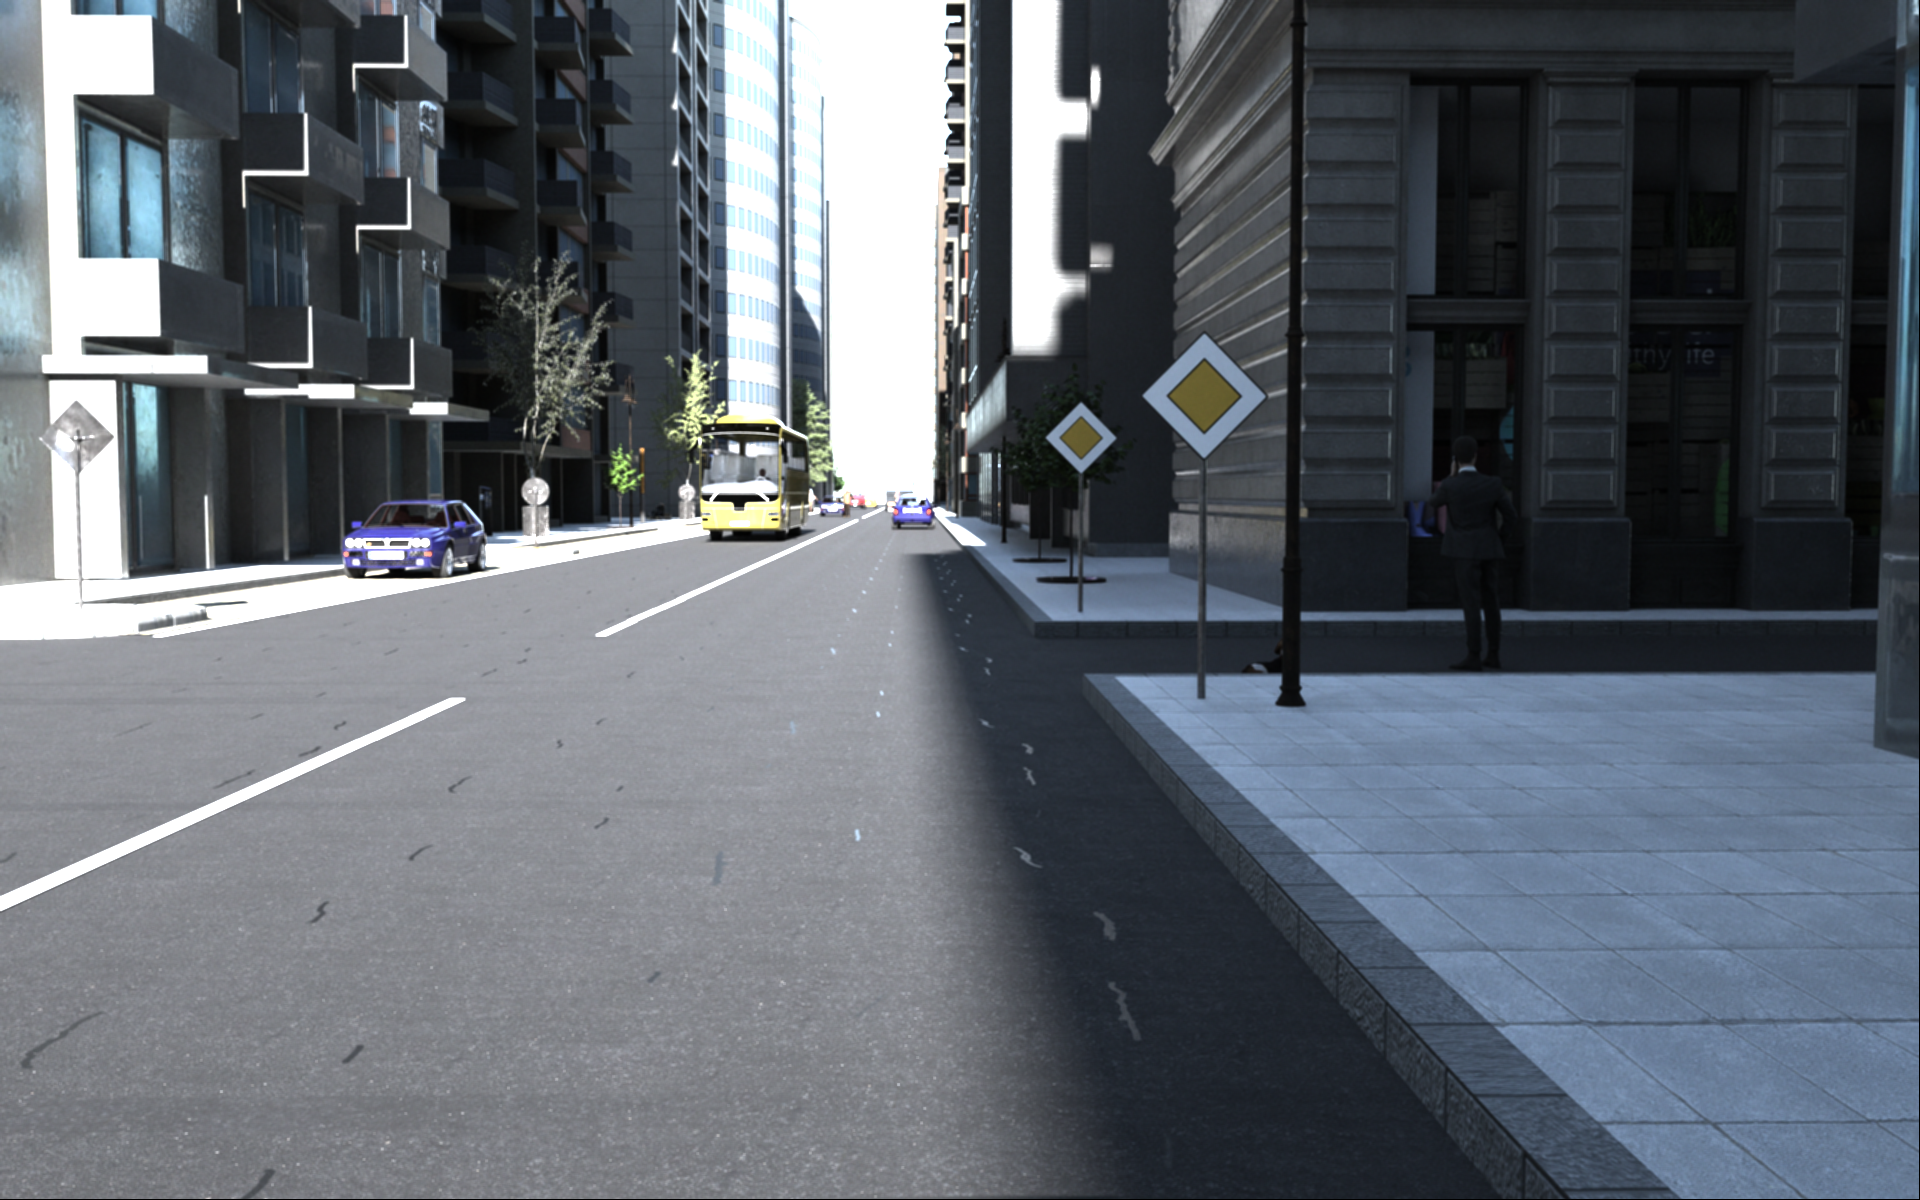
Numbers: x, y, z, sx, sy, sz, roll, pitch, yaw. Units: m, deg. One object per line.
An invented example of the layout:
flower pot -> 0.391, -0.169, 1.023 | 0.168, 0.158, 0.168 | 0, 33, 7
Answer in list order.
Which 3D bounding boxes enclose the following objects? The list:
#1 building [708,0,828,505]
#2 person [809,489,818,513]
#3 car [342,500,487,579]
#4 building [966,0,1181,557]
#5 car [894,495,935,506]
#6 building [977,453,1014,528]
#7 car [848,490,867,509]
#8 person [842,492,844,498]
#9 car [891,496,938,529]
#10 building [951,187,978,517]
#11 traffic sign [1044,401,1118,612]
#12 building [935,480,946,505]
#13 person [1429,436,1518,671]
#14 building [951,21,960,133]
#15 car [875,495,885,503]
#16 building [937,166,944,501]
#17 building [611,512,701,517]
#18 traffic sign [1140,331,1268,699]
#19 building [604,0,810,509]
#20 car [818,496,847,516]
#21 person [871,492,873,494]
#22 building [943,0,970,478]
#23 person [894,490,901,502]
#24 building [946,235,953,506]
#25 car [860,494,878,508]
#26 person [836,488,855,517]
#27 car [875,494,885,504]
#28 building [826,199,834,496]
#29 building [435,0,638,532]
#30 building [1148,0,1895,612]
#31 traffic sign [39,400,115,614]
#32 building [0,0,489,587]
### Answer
building -> -27.509, -40.958, 211.660 | 21.231, 58.520, 28.212 | 0, 4, -1
person -> -11.327, -7.436, 130.077 | 1.348, 1.824, 0.705 | 0, 4, 4
car -> -9.517, -1.088, 30.370 | 1.945, 1.354, 3.894 | 0, 4, -3
building -> 7.713, -14.086, 49.379 | 14.314, 24.678, 30.058 | 0, 4, -1
car -> -2.181, -4.363, 83.331 | 2.014, 1.417, 4.499 | 0, 4, -1
building -> 6.680, -18.446, 79.083 | 11.434, 29.767, 29.804 | 0, 4, -1
car -> -10.069, -9.678, 166.912 | 2.281, 1.827, 5.304 | 0, 4, -2
person -> -13.265, -11.488, 197.253 | 0.530, 1.710, 0.541 | 2, 4, 31
car -> -1.911, -3.620, 71.775 | 1.945, 1.354, 3.894 | 0, 4, 0
building -> 13.558, -16.352, 112.391 | 27.650, 21.520, 28.899 | 0, 4, -1
traffic sign -> 1.308, -0.926, 18.788 | 0.795, 2.450, 0.064 | 0, 4, -1
building -> 12.930, -31.801, 211.819 | 32.217, 40.220, 23.993 | 0, 4, -1
person -> 4.176, -0.386, 14.174 | 0.648, 1.900, 0.474 | -1, 4, -16
building -> 6.191, -31.344, 162.581 | 14.600, 45.320, 14.200 | 0, 4, -1
car -> -10.843, -13.703, 236.407 | 2.083, 1.381, 4.827 | 0, 4, -3
building -> 3.879, -35.513, 230.749 | 14.600, 45.320, 14.200 | 0, 4, -1
building -> -23.541, -40.646, 102.812 | 20.563, 71.187, 20.611 | 0, 4, -1
traffic sign -> 1.512, -0.438, 10.805 | 0.795, 2.450, 0.064 | 0, 4, -1
building -> -26.865, -45.755, 186.342 | 20.563, 71.187, 20.611 | 0, 4, -1
car -> -8.229, -6.125, 112.728 | 1.945, 1.354, 3.894 | 0, 4, -2
person -> -10.792, -12.586, 214.994 | 0.721, 1.735, 1.217 | -3, 4, -36
building -> 9.794, -29.741, 140.885 | 22.147, 44.769, 28.867 | 0, 4, -1
person -> -4.750, -7.606, 133.389 | 0.617, 1.759, 0.750 | -1, 4, -18
building -> 5.474, -25.736, 192.488 | 14.160, 30.474, 14.107 | 0, 4, -1
car -> -9.492, -10.395, 180.184 | 2.015, 1.641, 3.980 | 0, 3, 0
person -> -6.996, -6.007, 106.810 | 1.348, 1.812, 0.705 | 2, 4, 27
car -> -11.486, -14.428, 247.689 | 2.131, 1.459, 4.920 | 0, 4, -2
building -> -24.396, -33.627, 233.399 | 14.154, 41.232, 14.086 | 0, 4, -1
building -> -25.378, -25.364, 69.326 | 22.147, 44.769, 28.867 | 0, 4, -1
building -> 12.785, -11.883, 23.163 | 19.941, 23.489, 11.050 | 0, 4, -1
traffic sign -> -9.434, -0.911, 18.534 | 0.795, 2.450, 0.064 | 0, 4, -1
building -> -22.980, -25.201, 31.653 | 23.786, 49.044, 30.456 | 0, 4, -1
